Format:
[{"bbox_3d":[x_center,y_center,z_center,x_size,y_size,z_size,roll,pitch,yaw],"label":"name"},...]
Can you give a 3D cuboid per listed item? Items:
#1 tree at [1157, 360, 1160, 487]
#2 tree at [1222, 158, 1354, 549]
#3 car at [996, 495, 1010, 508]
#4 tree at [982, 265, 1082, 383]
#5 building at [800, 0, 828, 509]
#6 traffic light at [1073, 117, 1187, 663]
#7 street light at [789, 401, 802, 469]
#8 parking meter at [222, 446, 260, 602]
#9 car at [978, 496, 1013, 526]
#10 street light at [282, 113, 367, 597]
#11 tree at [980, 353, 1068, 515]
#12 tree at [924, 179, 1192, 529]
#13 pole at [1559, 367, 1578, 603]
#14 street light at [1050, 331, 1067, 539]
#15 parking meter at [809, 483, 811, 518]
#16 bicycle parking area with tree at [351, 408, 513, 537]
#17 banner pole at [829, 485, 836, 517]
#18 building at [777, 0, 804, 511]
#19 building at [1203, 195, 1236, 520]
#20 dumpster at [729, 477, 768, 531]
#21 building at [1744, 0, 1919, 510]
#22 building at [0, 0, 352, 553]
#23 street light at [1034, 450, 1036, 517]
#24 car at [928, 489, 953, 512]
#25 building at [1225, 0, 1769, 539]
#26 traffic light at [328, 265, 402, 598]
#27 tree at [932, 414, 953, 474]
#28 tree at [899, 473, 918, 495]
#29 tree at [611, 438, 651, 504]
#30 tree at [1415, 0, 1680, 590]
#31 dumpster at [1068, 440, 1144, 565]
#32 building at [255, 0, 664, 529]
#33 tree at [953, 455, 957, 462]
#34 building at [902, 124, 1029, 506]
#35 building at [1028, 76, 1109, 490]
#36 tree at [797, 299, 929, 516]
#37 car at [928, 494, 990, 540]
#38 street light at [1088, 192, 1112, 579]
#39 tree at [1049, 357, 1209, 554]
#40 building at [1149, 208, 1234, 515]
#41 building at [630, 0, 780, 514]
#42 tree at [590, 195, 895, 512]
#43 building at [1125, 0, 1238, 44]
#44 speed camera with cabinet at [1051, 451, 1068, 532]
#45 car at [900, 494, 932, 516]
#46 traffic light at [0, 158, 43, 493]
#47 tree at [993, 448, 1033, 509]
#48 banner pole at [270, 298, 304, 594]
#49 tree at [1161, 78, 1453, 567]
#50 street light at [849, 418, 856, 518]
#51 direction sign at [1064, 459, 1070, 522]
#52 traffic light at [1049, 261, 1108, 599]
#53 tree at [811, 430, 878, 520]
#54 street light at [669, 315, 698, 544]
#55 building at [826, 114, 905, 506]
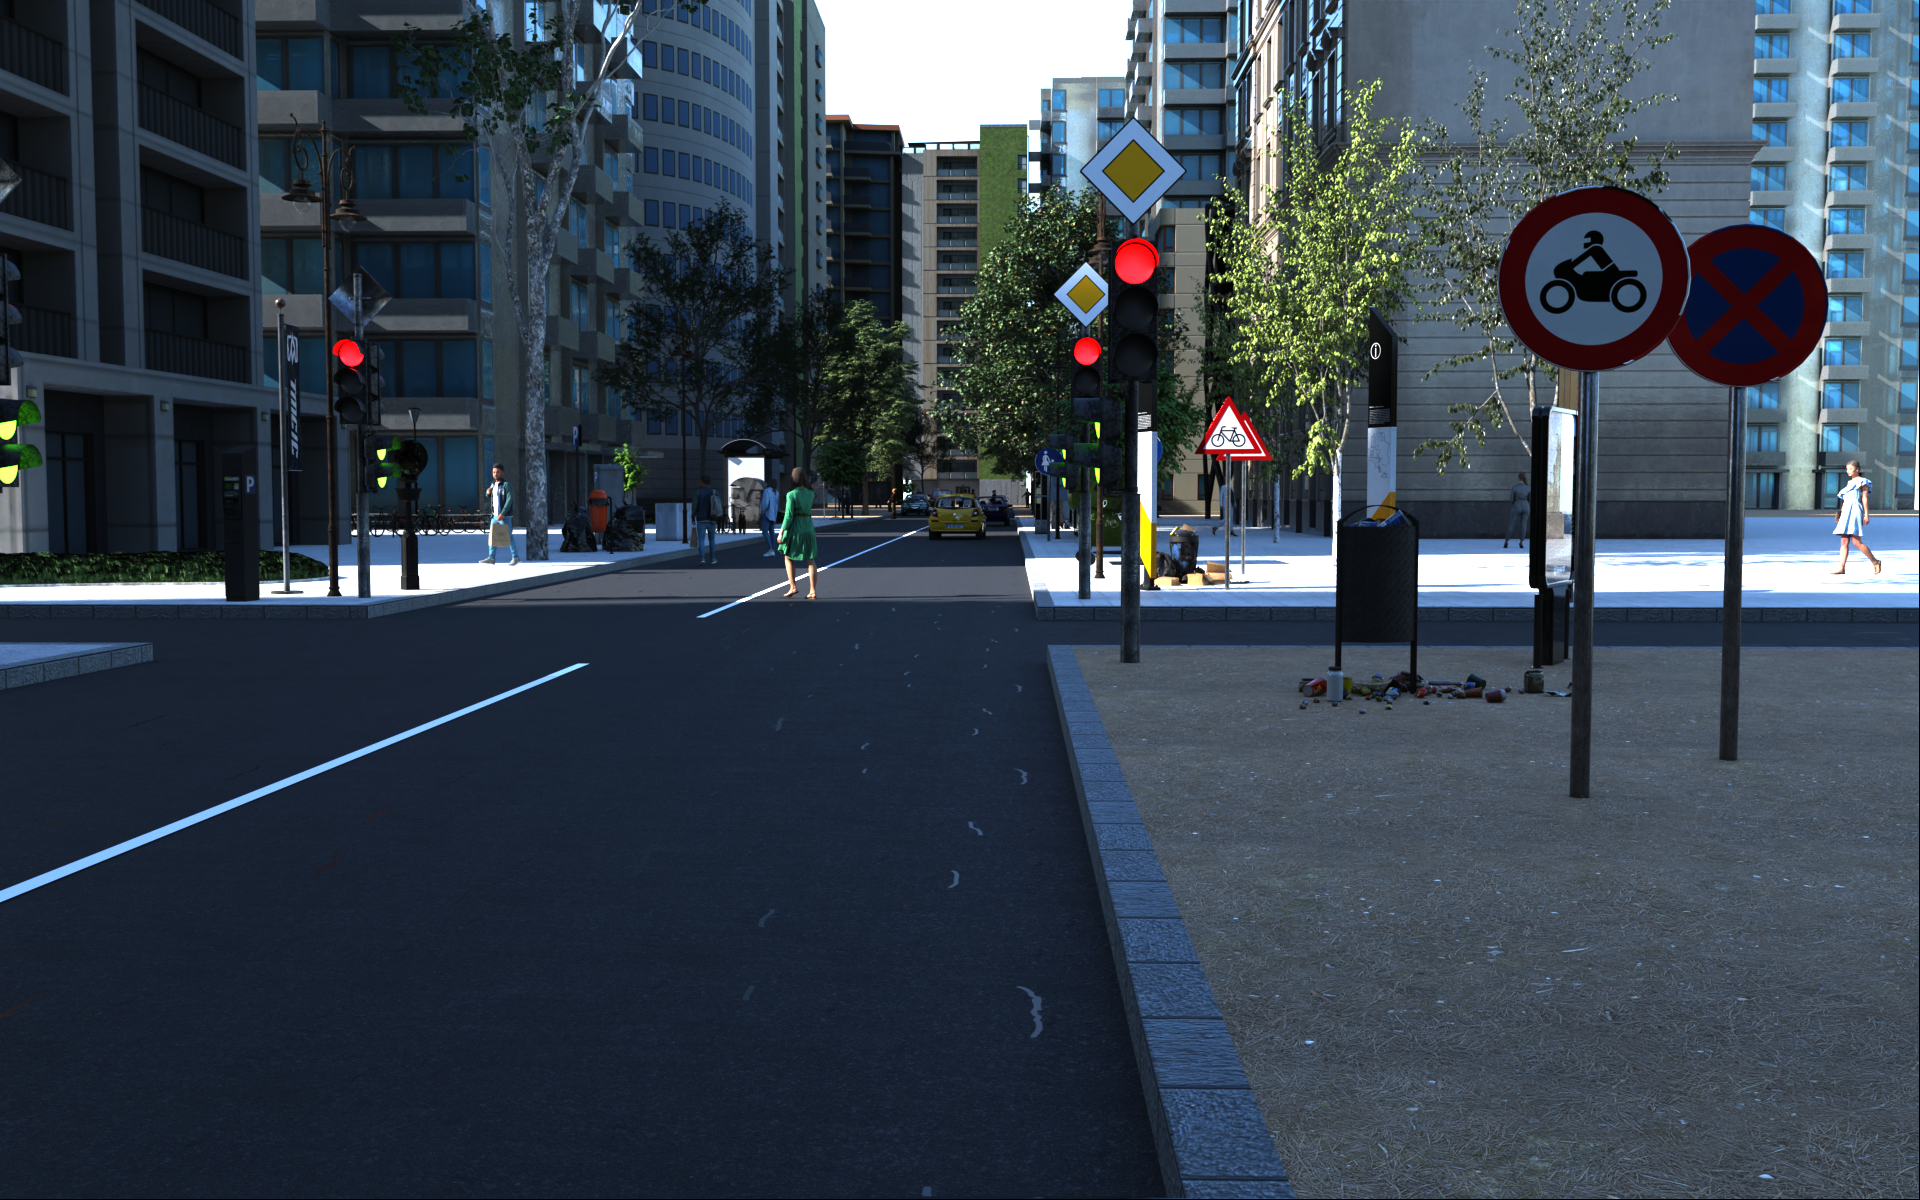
[{"bbox_3d":[8.951,-7.780,77.561,4.737,8.622,4.395,0,3,0],"label":"tree"},{"bbox_3d":[8.039,-5.321,37.356,4.360,8.622,3.978,0,3,0],"label":"tree"},{"bbox_3d":[3.577,-9.025,159.927,2.083,1.381,4.827,0,4,2],"label":"car"},{"bbox_3d":[4.799,-10.804,87.020,12.009,13.543,11.850,0,3,0],"label":"tree"},{"bbox_3d":[-23.445,-32.416,153.695,21.600,48.544,21.300,0,4,2],"label":"building"},{"bbox_3d":[1.279,-1.479,13.096,0.839,4.253,0.868,0,4,2],"label":"traffic light"},{"bbox_3d":[-6.470,-5.818,67.905,0.468,5.910,1.993,0,4,2],"label":"street light"},{"bbox_3d":[-8.620,-0.920,20.752,0.255,1.863,0.399,1,4,8],"label":"parking meter"},{"bbox_3d":[1.401,-4.019,78.296,1.945,1.354,3.894,0,4,2],"label":"car"},{"bbox_3d":[-7.856,-2.984,21.571,0.468,5.910,1.993,0,4,2],"label":"street light"},{"bbox_3d":[5.492,-12.395,120.782,7.486,12.596,7.792,0,3,0],"label":"tree"},{"bbox_3d":[3.570,-8.940,63.173,9.611,12.733,9.660,0,3,0],"label":"tree"},{"bbox_3d":[7.144,-1.624,20.394,0.158,3.312,0.155,0,3,0],"label":"pole"},{"bbox_3d":[2.789,-4.676,49.242,0.468,5.910,1.993,0,4,2],"label":"street light"},{"bbox_3d":[-8.019,-5.219,91.043,0.255,1.863,0.399,0,4,7],"label":"parking meter"},{"bbox_3d":[-18.944,-4.176,55.279,9.016,4.147,8.231,2,4,28],"label":"bicycle parking area with tree"},{"bbox_3d":[-6.972,-6.445,95.385,0.401,3.779,0.863,-2,4,-35],"label":"banner pole"},{"bbox_3d":[-19.739,-27.407,131.705,14.154,41.232,14.086,0,4,2],"label":"building"},{"bbox_3d":[20.713,-13.463,87.567,16.820,18.784,16.811,0,4,2],"label":"building"},{"bbox_3d":[-7.352,-3.355,60.613,1.264,1.857,1.865,0,4,2],"label":"dumpster"},{"bbox_3d":[65.592,-32.460,150.329,30.456,49.044,23.786,0,4,2],"label":"building"},{"bbox_3d":[-25.945,-36.686,38.070,20.563,71.187,20.611,0,4,2],"label":"building"},{"bbox_3d":[4.149,-7.525,95.828,0.468,5.910,1.993,0,4,2],"label":"street light"},{"bbox_3d":[-1.411,-7.860,137.190,2.281,1.827,5.304,0,4,0],"label":"car"},{"bbox_3d":[16.858,-16.113,60.707,12.463,27.353,25.104,0,4,2],"label":"building"},{"bbox_3d":[-7.352,-1.981,21.313,0.839,4.253,0.868,0,4,2],"label":"traffic light"},{"bbox_3d":[-5.372,-11.647,124.840,7.601,10.594,8.767,1,4,13],"label":"tree"},{"bbox_3d":[-4.919,-10.124,160.121,1.663,3.219,1.824,0,3,0],"label":"tree"},{"bbox_3d":[-11.700,-4.012,60.191,1.663,3.219,1.824,0,3,0],"label":"tree"},{"bbox_3d":[7.732,-4.453,23.163,4.360,8.622,3.978,0,3,0],"label":"tree"},{"bbox_3d":[2.770,-1.800,31.928,1.502,2.255,1.985,0,4,1],"label":"dumpster"},{"bbox_3d":[-26.418,-27.807,74.257,23.786,49.044,30.456,0,4,2],"label":"building"},{"bbox_3d":[-3.944,-14.516,171.753,7.601,10.594,8.767,-1,4,-11],"label":"tree"},{"bbox_3d":[0.631,-31.269,194.846,14.086,41.232,14.154,0,4,2],"label":"building"},{"bbox_3d":[23.024,-35.412,198.589,30.456,49.044,23.786,0,4,2],"label":"building"},{"bbox_3d":[-5.688,-11.229,101.727,7.486,12.596,7.792,0,3,0],"label":"tree"},{"bbox_3d":[-0.055,-2.789,55.823,2.015,1.641,3.980,0,4,3],"label":"car"},{"bbox_3d":[2.120,-3.262,26.128,0.468,5.910,1.993,0,4,2],"label":"street light"},{"bbox_3d":[3.638,-3.280,37.343,4.285,4.588,4.351,0,3,0],"label":"tree"},{"bbox_3d":[26.327,-16.761,119.079,27.650,21.520,28.899,0,4,2],"label":"building"},{"bbox_3d":[-23.946,-34.751,110.179,21.231,58.520,28.212,0,4,2],"label":"building"},{"bbox_3d":[-7.713,-7.276,53.376,7.601,10.594,8.767,-3,4,-37],"label":"tree"},{"bbox_3d":[25.645,-32.311,147.892,23.786,49.044,30.456,0,4,2],"label":"building"},{"bbox_3d":[4.082,-3.880,57.777,2.038,3.252,0.660,1,4,11],"label":"speed camera with cabinet"},{"bbox_3d":[-2.925,-6.317,115.087,2.131,1.459,4.920,0,4,1],"label":"car"},{"bbox_3d":[-7.579,-1.493,13.331,0.839,4.253,0.868,0,4,2],"label":"traffic light"},{"bbox_3d":[6.721,-14.296,168.144,7.601,10.594,8.767,-2,4,-35],"label":"tree"},{"bbox_3d":[-8.691,-1.985,22.479,0.401,3.779,0.863,0,4,-1],"label":"banner pole"},{"bbox_3d":[6.398,-4.890,30.308,4.737,8.622,4.395,0,3,0],"label":"tree"},{"bbox_3d":[-5.709,-7.256,91.415,0.468,5.910,1.993,0,4,2],"label":"street light"},{"bbox_3d":[5.087,-5.320,78.987,0.876,3.537,0.379,3,5,41],"label":"direction sign"},{"bbox_3d":[1.506,-1.967,21.077,0.839,4.253,0.868,0,4,2],"label":"traffic light"},{"bbox_3d":[-5.841,-6.356,87.636,4.285,4.588,4.351,0,3,0],"label":"tree"},{"bbox_3d":[-7.135,-4.404,44.791,0.468,5.910,1.993,0,4,2],"label":"street light"},{"bbox_3d":[-20.830,-33.337,199.683,28.867,44.769,22.147,0,4,2],"label":"building"}]
